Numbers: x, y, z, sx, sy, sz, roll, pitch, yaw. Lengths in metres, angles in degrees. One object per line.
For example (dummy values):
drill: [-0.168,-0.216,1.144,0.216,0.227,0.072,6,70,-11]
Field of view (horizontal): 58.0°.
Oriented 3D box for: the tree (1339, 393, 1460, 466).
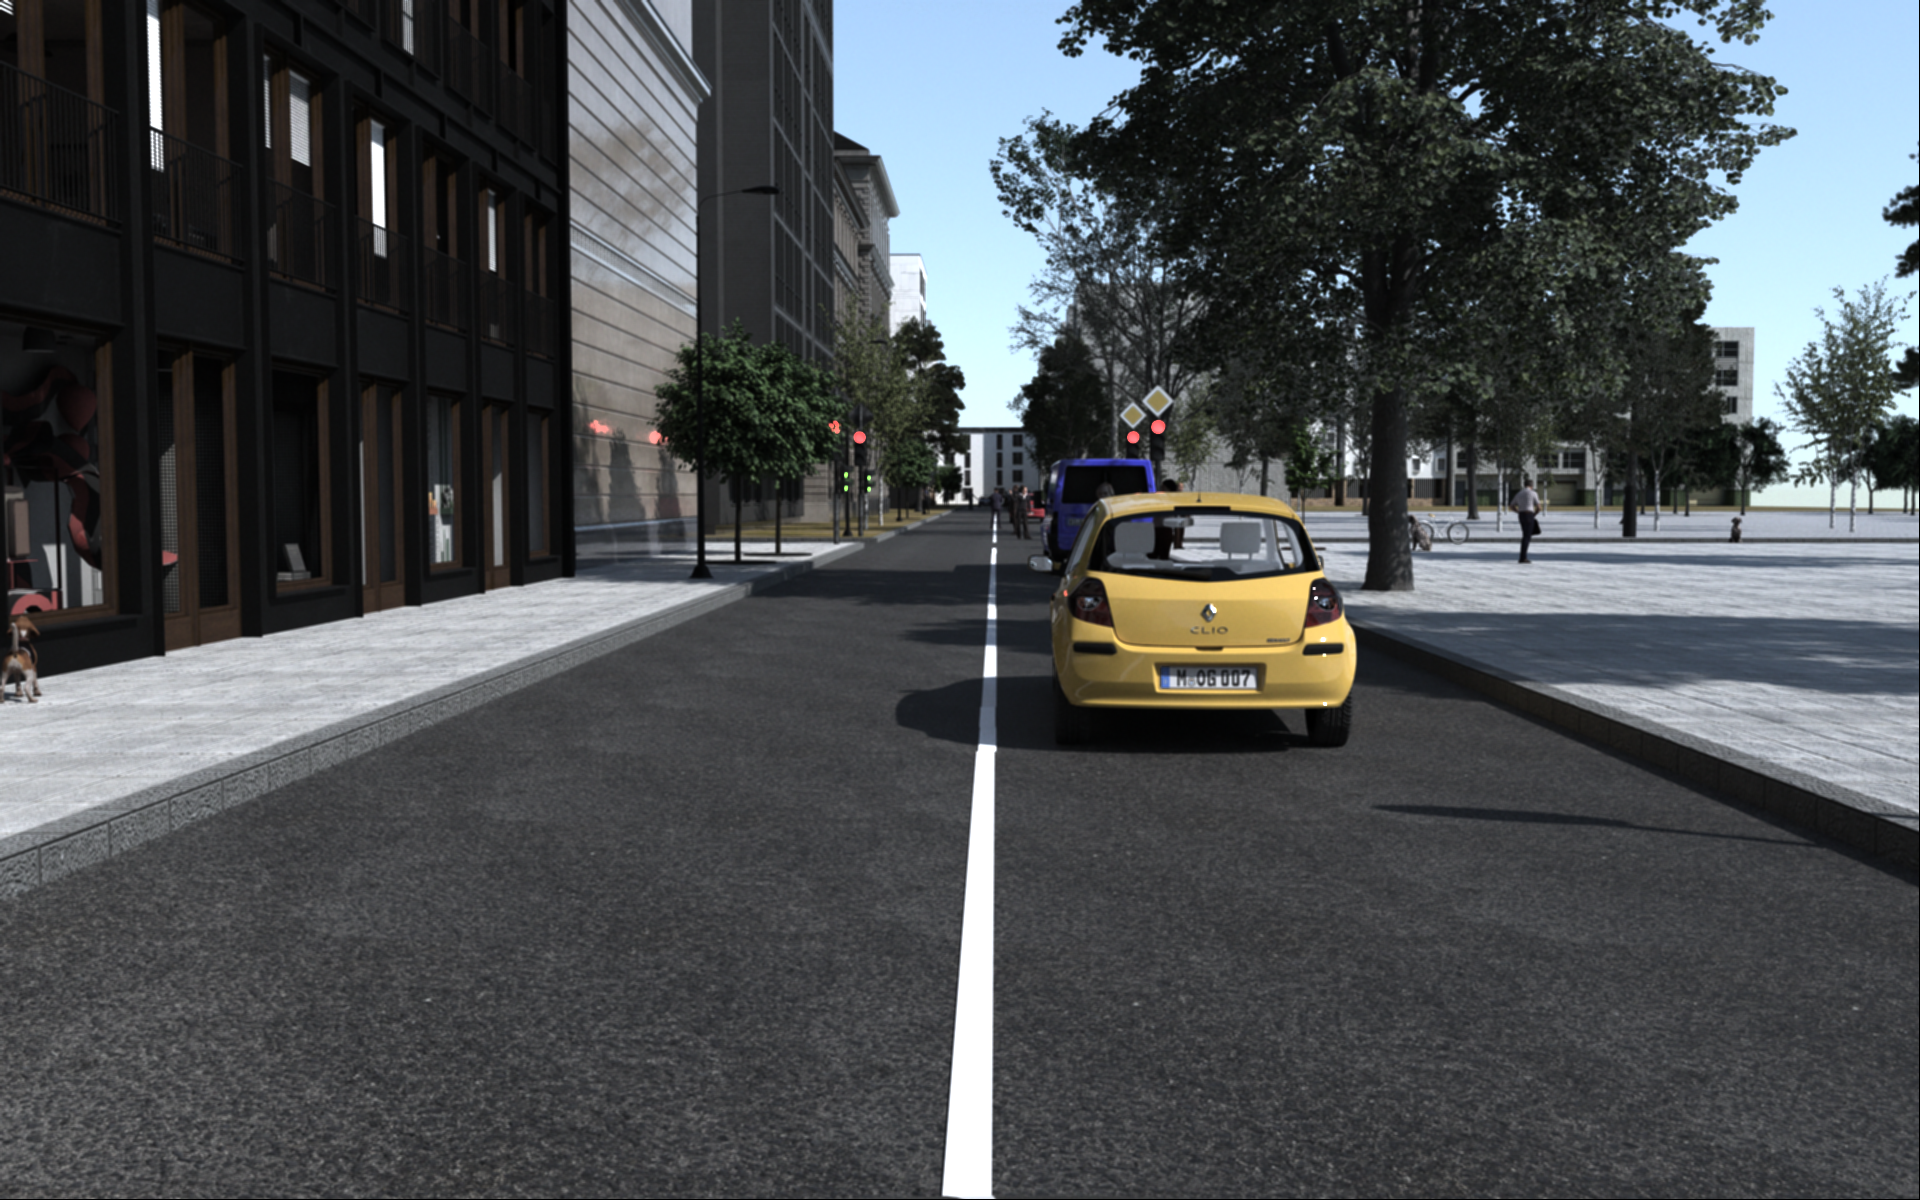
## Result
tree: [31.107,-11.516,122.699,8.767,10.594,7.601,0,4,8]

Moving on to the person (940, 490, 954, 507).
person: [-1.263,-9.701,164.661,1.348,1.824,0.705,-1,4,-9]

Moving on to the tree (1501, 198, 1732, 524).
tree: [28.893,-10.164,73.601,7.806,13.903,7.818,0,3,0]

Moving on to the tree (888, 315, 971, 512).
tree: [-2.616,-13.181,122.935,7.806,13.903,7.818,0,3,0]

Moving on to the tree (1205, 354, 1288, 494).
tree: [14.168,-8.340,86.727,4.360,8.622,3.978,0,3,0]

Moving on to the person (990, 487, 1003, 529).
person: [1.502,-3.792,71.419,0.541,1.710,0.530,1,4,19]

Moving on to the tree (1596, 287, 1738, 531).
tree: [24.164,-6.680,59.575,4.360,8.622,3.978,0,3,0]

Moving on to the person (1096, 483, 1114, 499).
person: [1.671,-0.496,18.820,0.471,1.553,0.569,-2,4,-34]

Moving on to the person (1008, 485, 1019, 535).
person: [1.922,-3.200,61.365,0.434,1.755,0.990,1,4,8]

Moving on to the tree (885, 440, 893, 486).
tree: [-3.895,-3.207,36.151,4.285,4.588,4.351,0,3,0]

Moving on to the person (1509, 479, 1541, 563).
person: [10.554,-1.475,32.365,0.590,1.554,0.614,-3,4,-39]

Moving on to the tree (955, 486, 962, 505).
tree: [-0.525,-12.466,198.412,1.663,3.219,1.824,0,3,0]

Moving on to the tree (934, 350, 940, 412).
tree: [-2.999,-7.343,70.425,4.737,8.622,4.395,0,3,0]

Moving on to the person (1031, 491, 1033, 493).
person: [8.582,-12.110,207.054,0.434,1.755,0.990,3,5,42]

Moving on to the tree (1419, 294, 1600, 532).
tree: [18.451,-6.596,58.213,4.360,8.622,3.978,0,3,0]

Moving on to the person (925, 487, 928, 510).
person: [-2.938,-8.299,141.604,0.599,1.838,0.709,2,4,34]

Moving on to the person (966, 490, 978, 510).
person: [1.017,-9.230,159.491,1.350,1.814,0.705,3,4,37]

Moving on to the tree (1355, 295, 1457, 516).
tree: [23.537,-11.620,100.362,12.009,13.543,11.850,0,3,0]

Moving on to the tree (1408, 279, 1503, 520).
tree: [25.684,-10.975,86.868,7.806,13.903,7.818,0,3,0]

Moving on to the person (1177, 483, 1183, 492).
person: [5.158,-1.960,40.359,0.482,1.546,0.388,-1,4,-12]

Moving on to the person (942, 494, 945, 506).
person: [-1.705,-10.919,187.834,1.065,1.426,0.557,-1,4,-17]

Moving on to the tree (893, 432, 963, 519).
tree: [-2.702,-6.563,91.011,4.285,4.588,4.351,0,3,0]

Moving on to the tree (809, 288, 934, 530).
tree: [-3.341,-6.799,61.527,4.737,8.622,4.395,0,3,0]

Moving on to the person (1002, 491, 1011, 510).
person: [4.223,-9.025,156.787,1.217,1.736,0.721,-1,4,-18]

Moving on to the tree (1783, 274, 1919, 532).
tree: [30.328,-6.629,58.752,4.737,8.622,4.395,0,3,0]

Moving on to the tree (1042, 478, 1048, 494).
tree: [9.293,-11.737,186.501,1.663,3.219,1.824,0,3,0]

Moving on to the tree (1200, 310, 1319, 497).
tree: [19.976,-12.621,113.772,7.806,13.903,7.818,0,3,0]

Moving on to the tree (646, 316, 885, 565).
tree: [-4.081,-2.947,31.899,4.285,4.588,4.351,0,3,0]

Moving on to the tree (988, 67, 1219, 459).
tree: [8.148,-13.479,76.266,12.611,20.169,13.585,0,3,0]

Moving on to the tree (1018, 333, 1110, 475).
tree: [8.327,-13.832,133.570,7.806,13.903,7.818,0,3,0]

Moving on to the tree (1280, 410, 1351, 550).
tree: [7.815,-2.757,39.679,1.663,3.219,1.824,0,3,0]

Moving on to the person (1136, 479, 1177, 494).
person: [2.830,-0.917,24.960,0.566,1.644,0.517,2,4,27]

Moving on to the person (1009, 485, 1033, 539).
person: [1.921,-2.796,55.022,0.742,1.727,0.445,-3,4,-39]

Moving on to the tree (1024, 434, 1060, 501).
tree: [7.972,-12.987,162.694,4.360,8.622,3.978,0,3,0]

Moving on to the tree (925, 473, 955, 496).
tree: [-1.880,-9.264,146.068,1.663,3.219,1.824,0,3,0]

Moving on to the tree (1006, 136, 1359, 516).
tree: [6.774,-9.081,58.848,12.009,13.543,11.850,0,3,0]

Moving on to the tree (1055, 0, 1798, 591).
tree: [5.822,-7.096,22.678,9.857,13.997,8.962,0,3,0]

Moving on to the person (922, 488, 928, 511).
person: [-2.761,-7.631,131.335,0.617,1.759,0.750,2,4,27]

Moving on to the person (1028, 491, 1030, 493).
person: [6.214,-9.086,157.766,0.721,1.736,1.217,-1,4,-8]

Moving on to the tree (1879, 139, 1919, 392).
tree: [19.716,-6.591,29.822,6.751,12.117,7.091,0,3,0]

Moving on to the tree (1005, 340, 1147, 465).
tree: [7.122,-10.374,104.020,8.767,10.594,7.601,0,4,-8]
